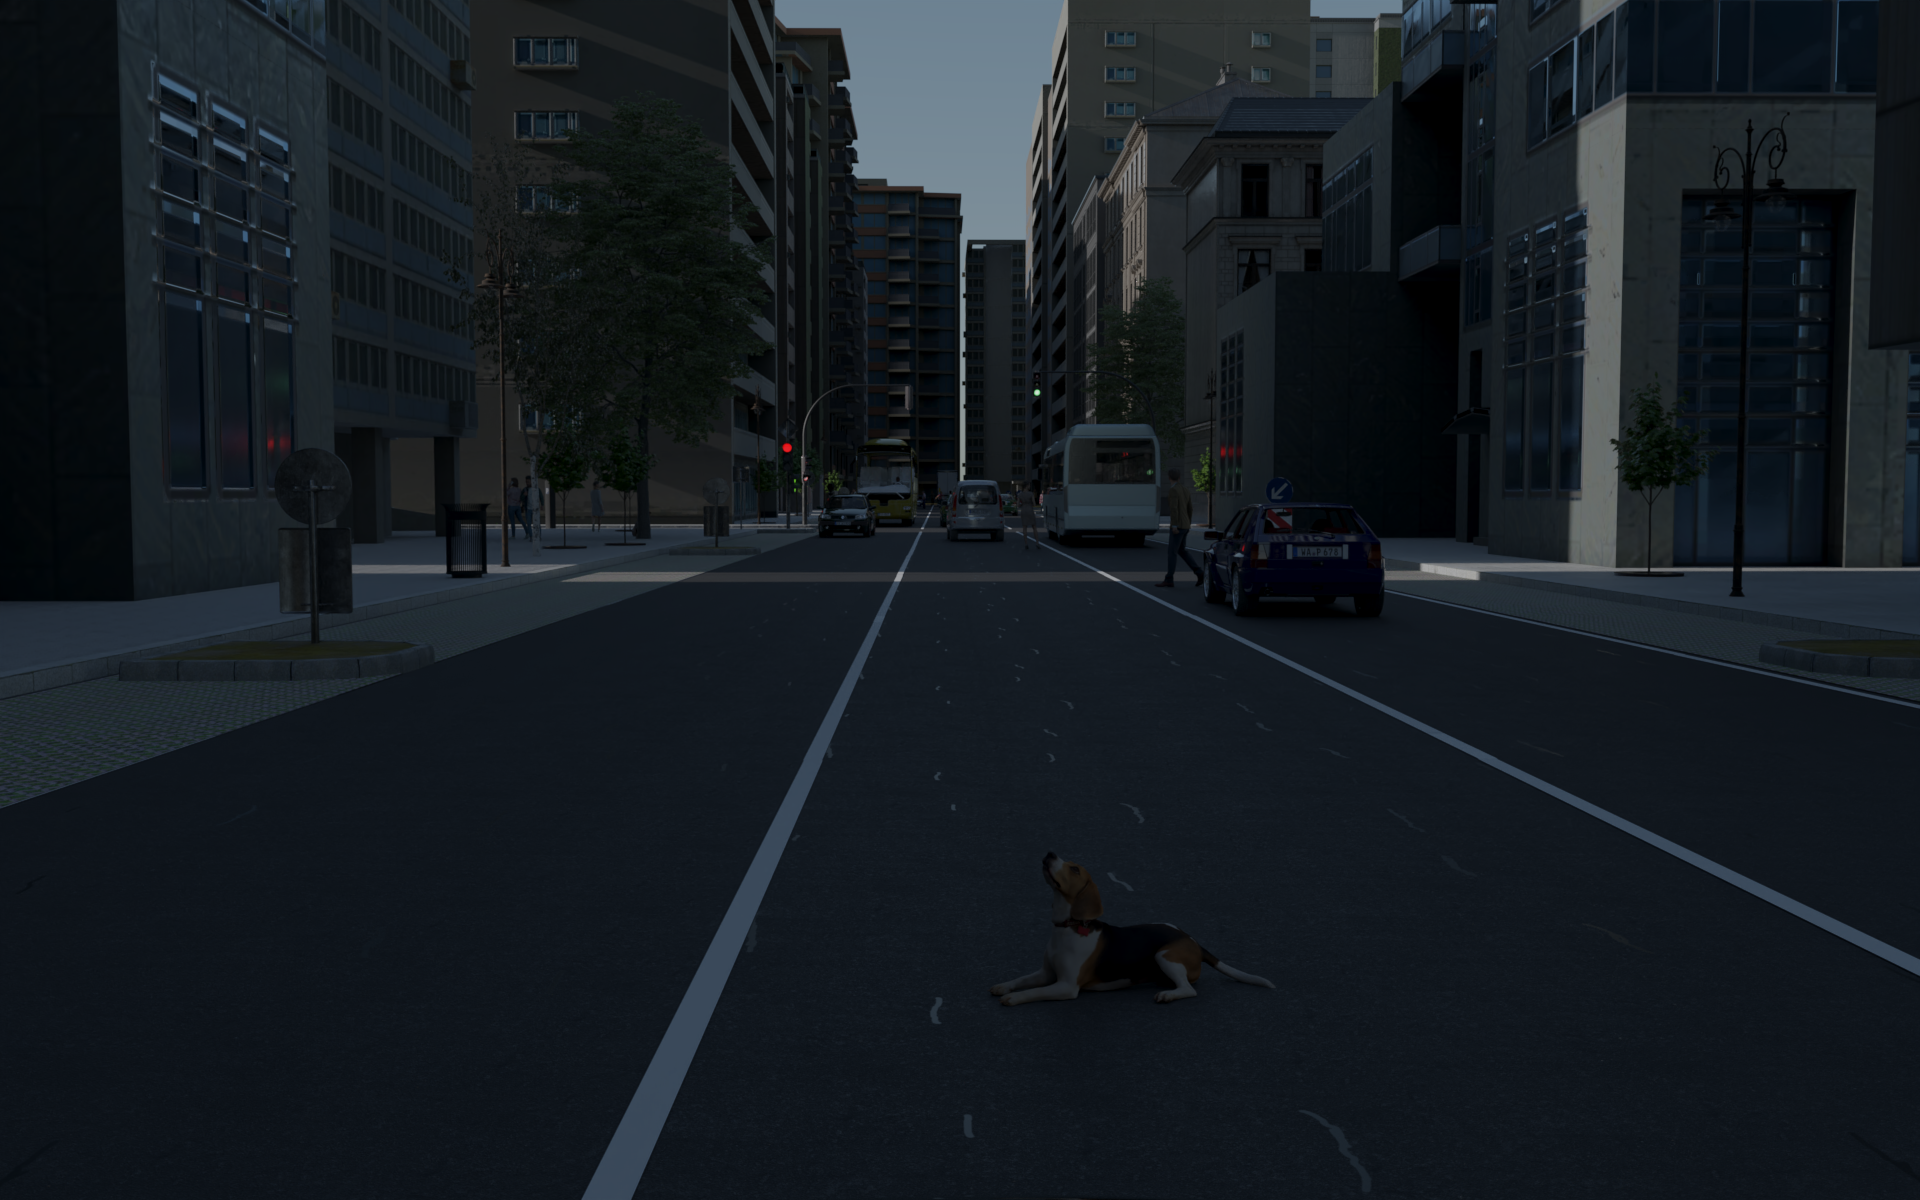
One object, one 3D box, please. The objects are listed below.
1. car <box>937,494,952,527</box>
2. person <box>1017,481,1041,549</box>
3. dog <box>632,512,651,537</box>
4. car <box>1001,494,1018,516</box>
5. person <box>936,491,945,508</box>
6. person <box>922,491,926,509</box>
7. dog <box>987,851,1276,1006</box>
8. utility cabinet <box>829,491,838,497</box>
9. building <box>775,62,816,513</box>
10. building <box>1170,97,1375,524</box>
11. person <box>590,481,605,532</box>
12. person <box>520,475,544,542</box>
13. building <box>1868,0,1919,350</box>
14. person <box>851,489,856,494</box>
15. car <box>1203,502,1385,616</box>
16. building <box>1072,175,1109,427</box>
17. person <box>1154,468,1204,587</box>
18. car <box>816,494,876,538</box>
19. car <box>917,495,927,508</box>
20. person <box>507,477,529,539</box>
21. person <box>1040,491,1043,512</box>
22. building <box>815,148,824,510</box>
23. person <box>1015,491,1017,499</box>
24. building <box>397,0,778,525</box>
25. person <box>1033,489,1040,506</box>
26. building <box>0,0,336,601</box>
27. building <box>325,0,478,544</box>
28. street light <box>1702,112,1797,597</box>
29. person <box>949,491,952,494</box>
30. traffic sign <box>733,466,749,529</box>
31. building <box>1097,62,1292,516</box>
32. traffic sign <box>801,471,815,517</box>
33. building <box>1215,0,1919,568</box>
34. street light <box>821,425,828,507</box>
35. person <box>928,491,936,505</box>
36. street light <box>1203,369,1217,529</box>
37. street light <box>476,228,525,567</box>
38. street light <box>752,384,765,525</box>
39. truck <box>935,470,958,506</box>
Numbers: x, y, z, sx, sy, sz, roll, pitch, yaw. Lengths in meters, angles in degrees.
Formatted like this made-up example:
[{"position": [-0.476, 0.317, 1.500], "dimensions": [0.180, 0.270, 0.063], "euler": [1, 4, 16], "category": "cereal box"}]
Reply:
[{"position": [0.063, -3.945, 76.292], "dimensions": [2.131, 1.459, 4.920], "euler": [0, 4, -2], "category": "car"}, {"position": [1.798, -2.216, 45.068], "dimensions": [0.599, 1.781, 0.374], "euler": [1, 4, 18], "category": "person"}, {"position": [-9.705, -2.332, 52.502], "dimensions": [0.513, 0.831, 0.800], "euler": [-2, 4, -23], "category": "dog"}, {"position": [2.836, -6.231, 113.670], "dimensions": [2.131, 1.459, 4.920], "euler": [0, 4, -1], "category": "car"}, {"position": [-2.020, -10.278, 177.262], "dimensions": [1.217, 1.743, 0.721], "euler": [3, 5, 40], "category": "person"}, {"position": [-3.461, -9.450, 163.942], "dimensions": [0.436, 1.711, 0.756], "euler": [1, 4, 8], "category": "person"}, {"position": [0.496, 0.931, 4.965], "dimensions": [0.748, 0.427, 0.550], "euler": [2, 4, 24], "category": "dog"}, {"position": [-8.713, -6.770, 119.373], "dimensions": [0.318, 1.500, 1.173], "euler": [-2, 4, -24], "category": "utility cabinet"}, {"position": [-17.536, -21.090, 116.517], "dimensions": [14.160, 30.474, 14.107], "euler": [0, 4, -1], "category": "building"}, {"position": [19.814, -13.083, 78.539], "dimensions": [19.286, 19.102, 10.561], "euler": [0, 4, -1], "category": "building"}, {"position": [-12.198, -3.143, 58.178], "dimensions": [0.466, 1.731, 0.760], "euler": [0, 4, -4], "category": "person"}, {"position": [-11.491, -2.453, 46.495], "dimensions": [0.623, 1.781, 0.721], "euler": [-1, 4, -19], "category": "person"}, {"position": [16.364, -20.196, 13.802], "dimensions": [14.154, 41.232, 14.086], "euler": [0, 4, -1], "category": "building"}, {"position": [-7.382, -6.910, 121.667], "dimensions": [0.473, 1.802, 0.592], "euler": [-2, 4, -29], "category": "person"}, {"position": [4.091, -0.555, 21.657], "dimensions": [1.945, 1.354, 3.894], "euler": [0, 4, 0], "category": "car"}, {"position": [16.676, -20.907, 135.339], "dimensions": [14.314, 27.812, 24.014], "euler": [0, 4, -1], "category": "building"}, {"position": [3.416, -1.123, 26.770], "dimensions": [0.836, 1.842, 0.656], "euler": [0, 3, 0], "category": "person"}, {"position": [-3.787, -2.970, 58.345], "dimensions": [2.009, 1.686, 4.222], "euler": [0, 4, 1], "category": "car"}, {"position": [-4.263, -9.671, 170.693], "dimensions": [1.945, 1.354, 3.894], "euler": [0, 4, -2], "category": "car"}, {"position": [-12.517, -2.592, 49.017], "dimensions": [0.643, 1.750, 0.593], "euler": [2, 4, 29], "category": "person"}, {"position": [6.068, -7.111, 125.595], "dimensions": [0.563, 1.720, 0.643], "euler": [0, 4, 3], "category": "person"}, {"position": [-18.451, -22.439, 138.574], "dimensions": [14.160, 30.474, 14.107], "euler": [0, 4, -1], "category": "building"}, {"position": [7.303, -13.195, 222.503], "dimensions": [0.721, 1.735, 1.217], "euler": [1, 4, 20], "category": "person"}, {"position": [-20.382, -28.022, 81.856], "dimensions": [21.300, 48.544, 21.600], "euler": [0, 4, -1], "category": "building"}, {"position": [7.958, -10.861, 183.719], "dimensions": [1.348, 1.812, 0.705], "euler": [-1, 4, -21], "category": "person"}, {"position": [-18.930, -42.618, 9.476], "dimensions": [22.319, 86.520, 31.000], "euler": [0, 4, -1], "category": "building"}, {"position": [-26.295, -21.631, 45.541], "dimensions": [23.993, 40.220, 32.217], "euler": [0, 4, -1], "category": "building"}, {"position": [9.727, -2.980, 21.505], "dimensions": [0.468, 5.910, 1.993], "euler": [0, 4, -1], "category": "street light"}, {"position": [-0.930, -8.789, 152.881], "dimensions": [0.721, 1.739, 1.217], "euler": [1, 4, 16], "category": "person"}, {"position": [-7.952, -3.716, 62.882], "dimensions": [0.606, 2.300, 0.079], "euler": [0, 4, 7], "category": "traffic sign"}, {"position": [16.046, -19.178, 110.830], "dimensions": [12.463, 27.353, 25.104], "euler": [0, 4, -1], "category": "building"}, {"position": [-8.450, -5.891, 96.416], "dimensions": [0.768, 2.556, 0.104], "euler": [0, 4, 5], "category": "traffic sign"}, {"position": [20.330, -44.666, 42.956], "dimensions": [22.319, 86.520, 31.000], "euler": [0, 4, -1], "category": "building"}, {"position": [-8.969, -8.653, 114.263], "dimensions": [0.468, 5.910, 1.993], "euler": [0, 4, -1], "category": "street light"}, {"position": [-3.563, -13.125, 223.234], "dimensions": [1.348, 1.807, 0.705], "euler": [-3, 5, -41], "category": "person"}, {"position": [9.251, -5.564, 63.757], "dimensions": [0.468, 5.910, 1.993], "euler": [0, 4, -1], "category": "street light"}, {"position": [-8.016, -3.522, 30.373], "dimensions": [0.468, 5.910, 1.993], "euler": [0, 4, -1], "category": "street light"}, {"position": [-8.467, -6.118, 72.816], "dimensions": [0.468, 5.910, 1.993], "euler": [0, 4, -1], "category": "street light"}, {"position": [-1.589, -13.530, 210.130], "dimensions": [2.839, 4.237, 11.283], "euler": [0, 4, -1], "category": "truck"}]
